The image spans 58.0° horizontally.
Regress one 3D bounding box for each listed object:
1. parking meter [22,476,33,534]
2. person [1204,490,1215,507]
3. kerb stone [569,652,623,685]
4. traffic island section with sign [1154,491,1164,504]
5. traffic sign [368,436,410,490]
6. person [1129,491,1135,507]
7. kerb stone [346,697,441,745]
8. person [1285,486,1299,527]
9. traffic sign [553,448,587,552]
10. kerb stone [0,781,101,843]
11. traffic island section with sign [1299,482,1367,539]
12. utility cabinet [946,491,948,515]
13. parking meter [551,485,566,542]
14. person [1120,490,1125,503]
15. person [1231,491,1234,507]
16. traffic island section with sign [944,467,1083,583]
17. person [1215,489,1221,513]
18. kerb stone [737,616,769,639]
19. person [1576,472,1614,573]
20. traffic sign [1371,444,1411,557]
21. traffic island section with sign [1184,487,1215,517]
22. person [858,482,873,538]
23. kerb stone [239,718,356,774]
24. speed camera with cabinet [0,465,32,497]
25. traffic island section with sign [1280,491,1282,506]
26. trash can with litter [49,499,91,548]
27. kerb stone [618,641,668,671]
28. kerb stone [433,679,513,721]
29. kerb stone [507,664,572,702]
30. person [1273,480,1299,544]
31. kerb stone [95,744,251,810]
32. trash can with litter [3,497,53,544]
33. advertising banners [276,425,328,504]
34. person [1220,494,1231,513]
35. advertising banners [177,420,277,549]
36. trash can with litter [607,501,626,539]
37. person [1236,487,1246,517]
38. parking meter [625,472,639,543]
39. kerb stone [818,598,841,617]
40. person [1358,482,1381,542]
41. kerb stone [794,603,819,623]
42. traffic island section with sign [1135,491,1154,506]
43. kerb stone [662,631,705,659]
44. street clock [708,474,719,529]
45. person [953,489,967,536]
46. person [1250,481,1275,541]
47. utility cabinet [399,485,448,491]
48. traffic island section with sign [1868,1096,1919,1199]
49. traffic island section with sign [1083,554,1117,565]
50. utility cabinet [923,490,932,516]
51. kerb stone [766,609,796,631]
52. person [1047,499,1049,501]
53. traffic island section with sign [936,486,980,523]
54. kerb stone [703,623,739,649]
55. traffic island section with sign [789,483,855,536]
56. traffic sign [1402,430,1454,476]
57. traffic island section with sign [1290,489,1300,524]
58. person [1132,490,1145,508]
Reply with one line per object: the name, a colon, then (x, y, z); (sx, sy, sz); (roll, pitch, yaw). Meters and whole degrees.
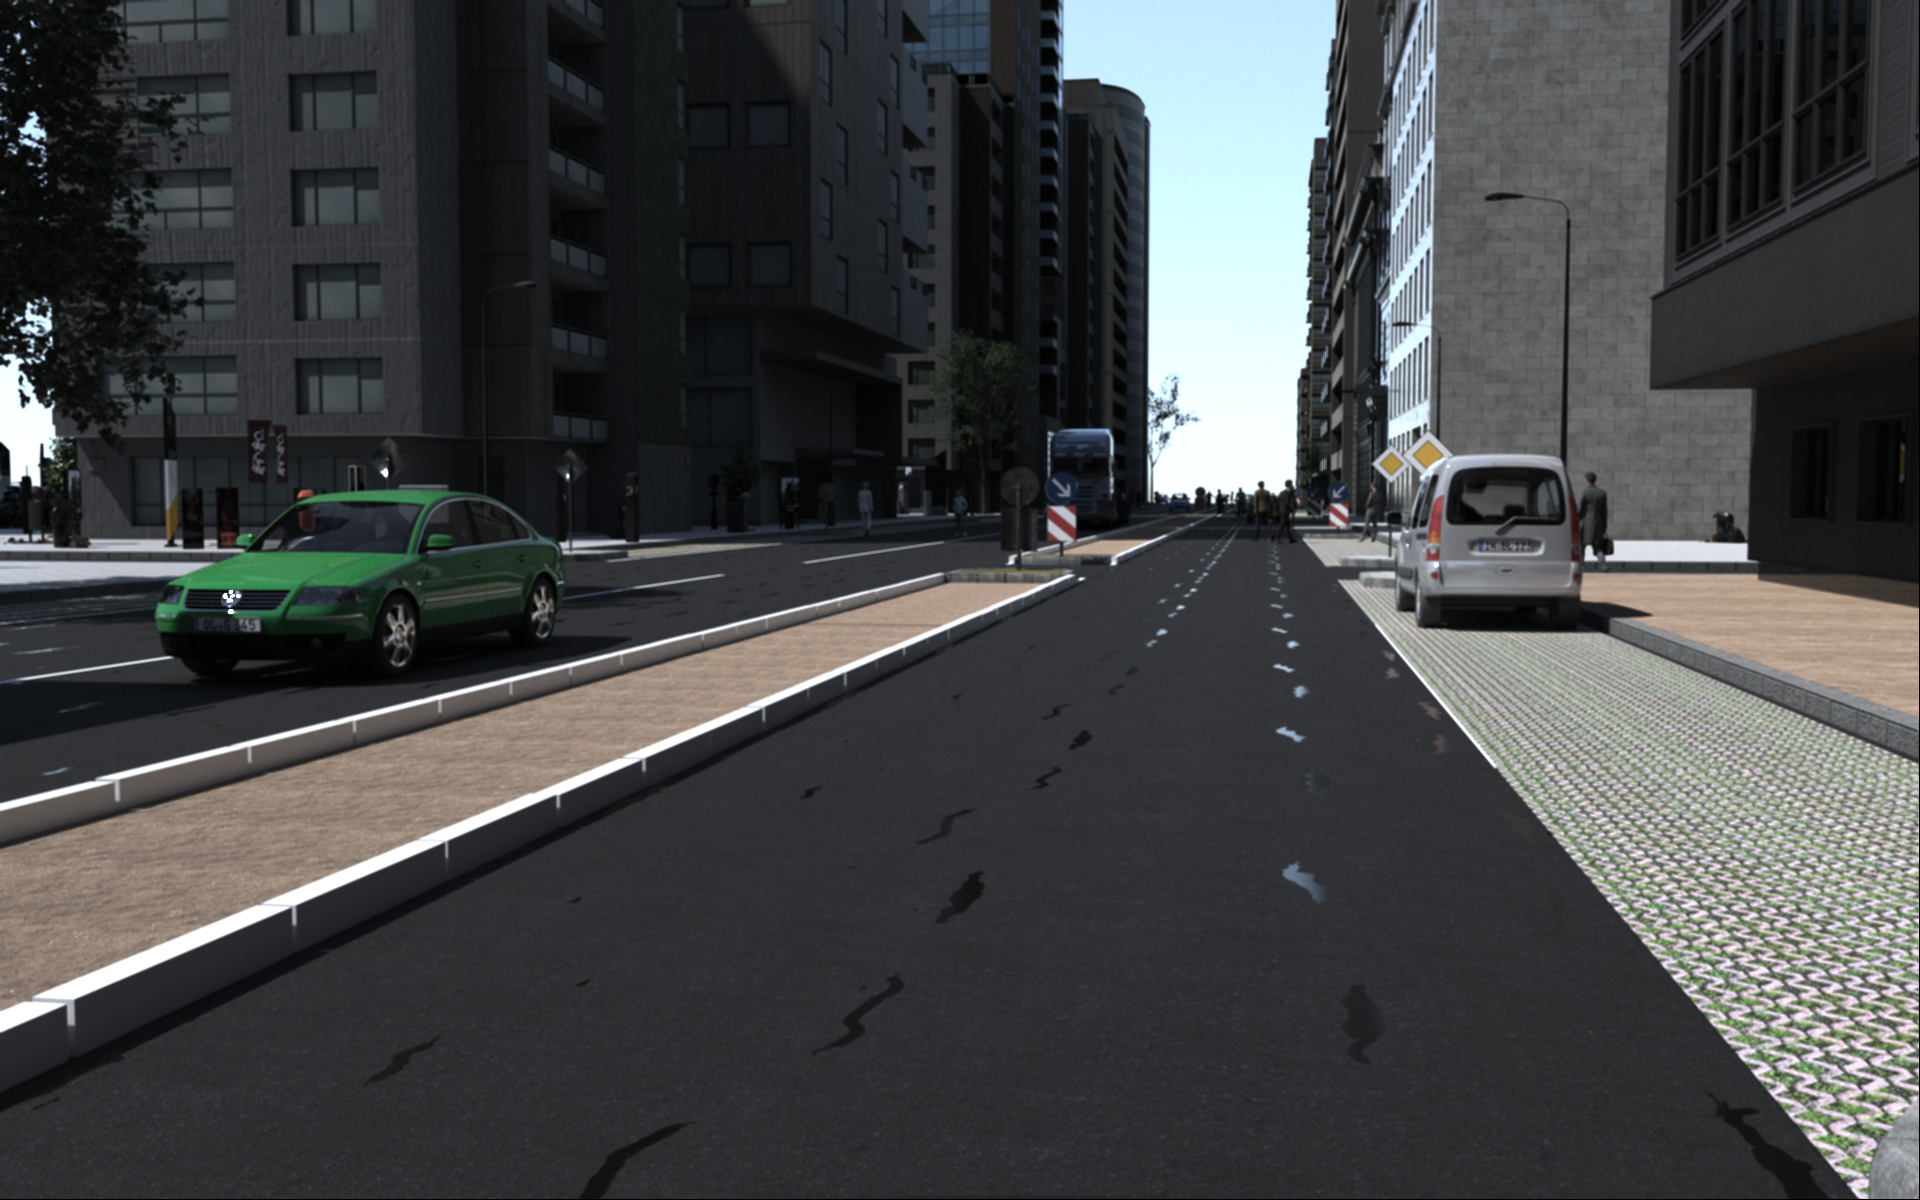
parking meter: (-30.401, -3.103, 56.448); (0.255, 1.863, 0.399); (-2, 4, -24)
person: (26.818, -10.878, 186.380); (1.348, 1.821, 0.705); (0, 4, 3)
kerb stone: (-2.857, 0.540, 13.362); (0.120, 0.150, 1.000); (1, 4, 10)
traffic island section with sign: (27.798, -14.428, 244.529); (1.989, 1.847, 2.006); (1, 4, 10)
traffic sign: (-9.954, -1.625, 30.208); (0.795, 2.450, 0.064); (1, 4, 10)
person: (18.589, -10.854, 186.419); (0.568, 1.767, 0.683); (3, 5, 44)
kerb stone: (-3.397, 0.726, 10.322); (0.120, 0.150, 1.000); (1, 4, 10)
person: (14.511, -4.110, 75.800); (0.616, 1.811, 0.778); (3, 5, 44)
traffic sign: (-8.568, -2.106, 38.073); (0.795, 2.450, 0.064); (1, 4, 10)
kerb stone: (-3.931, 0.920, 7.280); (0.120, 0.150, 1.000); (1, 4, 10)
traffic island section with sign: (12.084, -2.892, 55.916); (1.989, 1.847, 2.006); (1, 4, 10)
utility cabinet: (-1.331, -5.967, 106.234); (1.173, 1.500, 0.318); (-1, 4, -21)
parking meter: (-10.729, -2.317, 46.298); (0.372, 1.533, 0.369); (0, 3, 0)
person: (12.087, -7.329, 129.275); (0.436, 1.711, 0.756); (2, 4, 29)
person: (29.841, -11.090, 190.538); (0.721, 1.743, 1.217); (0, 4, 4)
traffic island section with sign: (0.887, -1.252, 28.604); (2.006, 1.907, 1.989); (1, 4, 10)
person: (19.690, -7.541, 131.797); (0.705, 1.823, 1.348); (0, 4, -4)
kerb stone: (-2.148, 0.293, 17.405); (0.120, 0.150, 1.000); (1, 4, 10)
person: (10.852, -1.299, 29.840); (0.694, 1.812, 0.767); (-1, 4, -16)
traffic sign: (8.707, -1.919, 35.018); (0.795, 2.450, 0.064); (1, 4, 10)
traffic island section with sign: (15.220, -6.224, 109.901); (2.006, 1.907, 1.989); (1, 4, 10)
person: (-3.088, -2.954, 56.675); (0.514, 1.842, 0.818); (0, 4, 2)
kerb stone: (-3.577, 0.788, 9.313); (0.120, 0.150, 1.000); (1, 4, 10)
speed camera with cabinet: (-63.613, -7.495, 116.879); (2.038, 3.252, 0.660); (1, 4, 20)
traffic island section with sign: (25.745, -7.631, 133.397); (1.989, 1.847, 2.006); (1, 4, 10)
trash can with litter: (-21.220, -1.836, 41.399); (1.055, 1.170, 0.624); (1, 4, 23)
kerb stone: (-2.677, 0.478, 14.378); (0.120, 0.150, 1.000); (1, 4, 10)
kerb stone: (-3.217, 0.664, 11.337); (0.120, 0.150, 1.000); (1, 4, 10)
kerb stone: (-3.038, 0.602, 12.355); (0.120, 0.150, 1.000); (1, 4, 10)
person: (9.496, -2.565, 50.212); (0.755, 1.850, 0.659); (0, 4, -2)
kerb stone: (-3.755, 0.850, 8.298); (0.120, 0.150, 1.000); (1, 4, 10)
trash can with litter: (-24.249, -2.086, 45.164); (2.233, 1.210, 1.678); (2, 4, 27)
advertising banners: (-17.040, -2.971, 44.762); (0.090, 3.025, 2.074); (1, 4, 17)
person: (19.575, -7.104, 127.831); (0.628, 1.438, 0.799); (3, 4, 36)
advertising banners: (-17.252, -2.721, 40.681); (2.074, 3.025, 0.090); (-1, 4, -23)
trash can with litter: (-9.718, -2.343, 49.693); (1.055, 1.170, 0.624); (3, 4, 37)
person: (17.324, -6.024, 106.837); (0.661, 1.843, 0.795); (1, 4, 17)
parking meter: (-8.706, -2.462, 45.968); (0.255, 1.863, 0.399); (1, 4, 11)
kerb stone: (-1.613, 0.110, 20.443); (0.120, 0.150, 1.000); (1, 4, 10)
person: (12.186, -2.616, 51.552); (0.573, 1.790, 0.520); (3, 4, 36)
kerb stone: (-1.795, 0.169, 19.437); (0.120, 0.150, 1.000); (1, 4, 10)
traffic island section with sign: (23.041, -12.779, 217.558); (1.989, 1.847, 2.006); (1, 4, 10)
kerb stone: (-2.510, 0.416, 15.386); (0.120, 0.150, 1.000); (1, 4, 10)
street clock: (-8.956, -3.577, 63.051); (0.358, 2.002, 0.471); (-2, 4, -33)
person: (-0.022, -3.013, 59.568); (0.589, 1.601, 0.330); (3, 5, 41)
person: (9.325, -2.737, 53.168); (0.836, 1.842, 0.656); (3, 5, 40)
utility cabinet: (-13.574, -2.152, 43.861); (1.173, 1.500, 0.318); (-1, 4, -12)
traffic island section with sign: (2.713, 0.356, 2.802); (1.989, 1.847, 2.006); (1, 4, 10)
traffic island section with sign: (2.183, -1.698, 35.897); (2.006, 1.907, 1.989); (1, 4, 10)
utility cabinet: (-1.889, -5.625, 100.642); (0.318, 1.500, 1.173); (-1, 4, -11)
kerb stone: (-1.968, 0.230, 18.429); (0.120, 0.150, 1.000); (1, 4, 10)
person: (6.806, -7.168, 126.409); (0.721, 1.736, 1.217); (-3, 5, -39)
traffic island section with sign: (-0.030, -4.771, 86.632); (1.989, 1.847, 2.006); (1, 4, 10)
kerb stone: (-2.324, 0.357, 16.392); (0.120, 0.150, 1.000); (1, 4, 10)
traffic island section with sign: (-4.714, -3.147, 60.086); (1.989, 1.847, 2.006); (1, 4, 10)
traffic sign: (7.321, -1.438, 27.153); (0.795, 2.450, 0.064); (1, 4, 10)
traffic island section with sign: (16.970, -4.588, 83.647); (1.989, 1.847, 2.006); (1, 4, 10)
person: (18.153, -10.269, 176.358); (1.348, 1.831, 0.705); (0, 4, 5)
